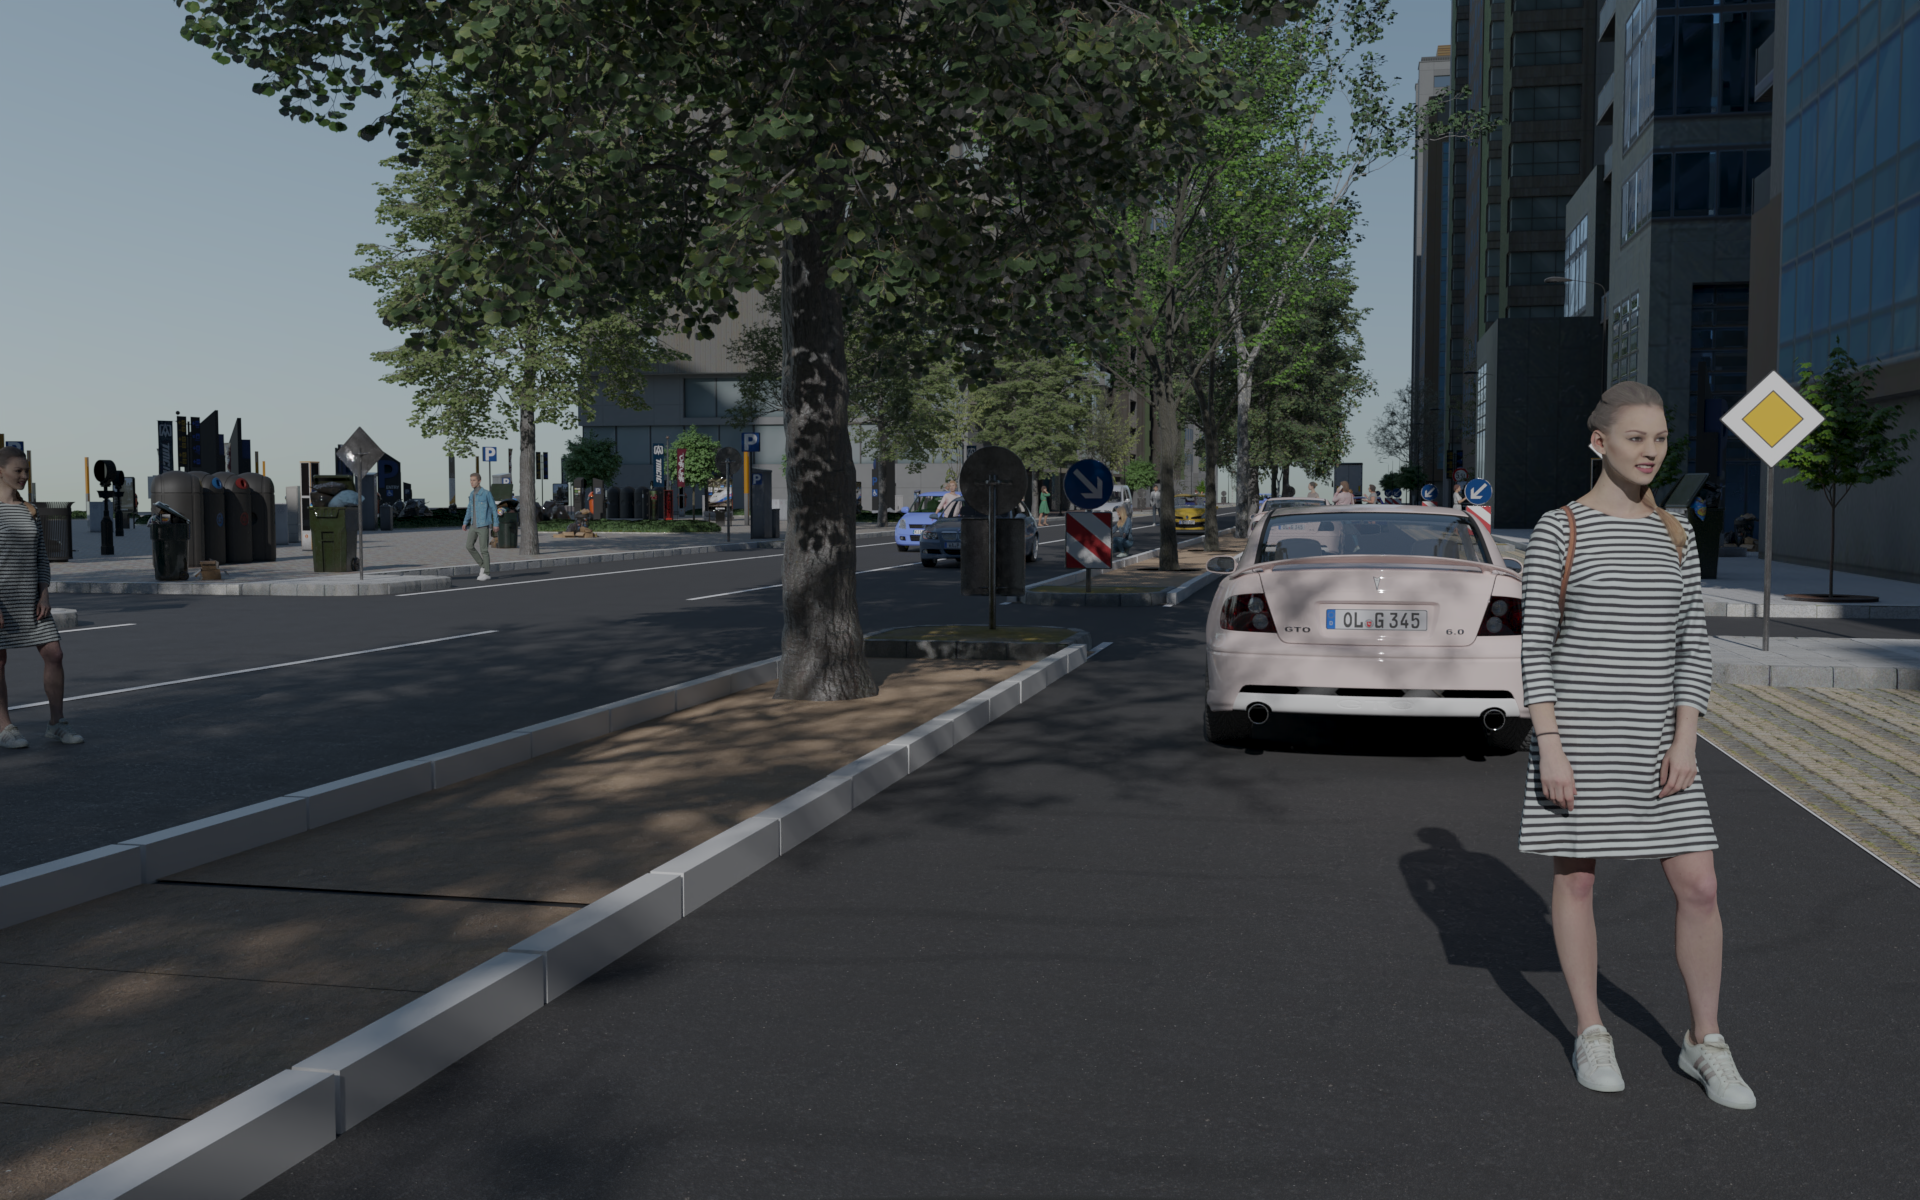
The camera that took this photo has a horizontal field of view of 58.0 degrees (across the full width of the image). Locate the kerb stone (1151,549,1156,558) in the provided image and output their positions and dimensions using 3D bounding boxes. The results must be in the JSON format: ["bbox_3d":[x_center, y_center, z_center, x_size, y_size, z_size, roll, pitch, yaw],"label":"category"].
[{"bbox_3d":[4.166,-0.987,38.379,0.120,0.150,1.000,1,4,13],"label":"kerb stone"}]

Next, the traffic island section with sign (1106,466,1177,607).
[{"bbox_3d":[1.809,-0.914,23.078,2.006,1.907,1.989,1,4,13],"label":"traffic island section with sign"}]

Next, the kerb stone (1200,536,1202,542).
[{"bbox_3d":[6.874,-1.724,50.376,0.120,0.150,1.000,1,4,13],"label":"kerb stone"}]

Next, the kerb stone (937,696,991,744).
[{"bbox_3d":[0.013,0.724,10.362,0.120,0.150,1.000,1,4,13],"label":"kerb stone"}]

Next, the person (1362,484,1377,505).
[{"bbox_3d":[14.573,-3.232,61.697,0.532,1.782,0.716,1,4,11],"label":"person"}]

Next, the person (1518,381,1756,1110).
[{"bbox_3d":[1.603,0.323,4.215,0.512,1.701,0.522,0,4,-5],"label":"person"}]

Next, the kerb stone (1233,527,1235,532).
[{"bbox_3d":[10.026,-2.576,64.388,0.120,0.150,1.000,1,4,13],"label":"kerb stone"}]

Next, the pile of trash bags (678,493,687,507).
[{"bbox_3d":[-18.121,-5.784,104.326,3.447,1.369,1.912,0,4,3],"label":"pile of trash bags"}]

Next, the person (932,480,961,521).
[{"bbox_3d":[-0.342,-1.824,38.997,0.731,1.740,0.598,-3,5,-39],"label":"person"}]

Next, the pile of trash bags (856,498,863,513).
[{"bbox_3d":[-6.166,-4.583,84.689,1.912,1.369,3.447,-3,5,-40],"label":"pile of trash bags"}]

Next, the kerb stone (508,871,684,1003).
[{"bbox_3d":[-1.109,1.031,5.369,0.120,0.150,1.000,1,4,13],"label":"kerb stone"}]

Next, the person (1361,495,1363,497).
[{"bbox_3d":[56.991,-14.517,246.648,0.742,1.727,0.445,-1,4,-19],"label":"person"}]

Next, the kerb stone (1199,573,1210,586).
[{"bbox_3d":[3.743,-0.290,26.937,0.120,0.150,1.000,1,4,13],"label":"kerb stone"}]

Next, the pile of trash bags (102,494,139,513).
[{"bbox_3d":[-51.574,-5.931,106.728,3.447,1.369,1.912,3,5,40],"label":"pile of trash bags"}]

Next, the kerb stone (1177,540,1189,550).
[{"bbox_3d":[5.970,-1.479,46.376,0.120,0.150,1.000,1,4,13],"label":"kerb stone"}]

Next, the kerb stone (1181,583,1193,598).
[{"bbox_3d":[3.076,-0.103,23.930,0.120,0.150,1.000,1,4,13],"label":"kerb stone"}]

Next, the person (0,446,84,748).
[{"bbox_3d":[-5.372,-0.020,9.828,0.522,1.701,0.512,1,4,23],"label":"person"}]

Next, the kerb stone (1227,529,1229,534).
[{"bbox_3d":[9.350,-2.396,61.378,0.120,0.150,1.000,1,4,13],"label":"kerb stone"}]

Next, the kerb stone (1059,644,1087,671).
[{"bbox_3d":[0.918,0.482,14.371,0.120,0.150,1.000,1,4,13],"label":"kerb stone"}]

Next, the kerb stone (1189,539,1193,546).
[{"bbox_3d":[6.199,-1.535,47.374,0.120,0.150,1.000,1,4,13],"label":"kerb stone"}]

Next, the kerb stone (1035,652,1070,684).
[{"bbox_3d":[0.689,0.540,13.371,0.120,0.150,1.000,1,4,13],"label":"kerb stone"}]

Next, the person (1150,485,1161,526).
[{"bbox_3d":[8.805,-4.222,77.379,0.661,1.843,0.795,2,4,25],"label":"person"}]

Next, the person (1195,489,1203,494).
[{"bbox_3d":[15.003,-6.091,108.894,0.742,1.727,0.445,3,4,36],"label":"person"}]

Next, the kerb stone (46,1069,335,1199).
[{"bbox_3d":[-1.555,1.153,3.369,0.120,0.150,1.000,1,4,13],"label":"kerb stone"}]

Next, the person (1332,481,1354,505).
[{"bbox_3d":[9.515,-2.047,42.552,0.593,1.750,0.643,-2,4,-28],"label":"person"}]

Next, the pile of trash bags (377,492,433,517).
[{"bbox_3d":[-23.091,-3.735,70.811,1.912,1.369,3.447,1,4,16],"label":"pile of trash bags"}]

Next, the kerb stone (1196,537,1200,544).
[{"bbox_3d":[6.655,-1.659,49.373,0.120,0.150,1.000,1,4,13],"label":"kerb stone"}]

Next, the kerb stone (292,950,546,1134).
[{"bbox_3d":[-1.334,1.095,4.371,0.120,0.150,1.000,1,4,13],"label":"kerb stone"}]

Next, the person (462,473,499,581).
[{"bbox_3d":[-7.958,-1.221,28.804,0.601,1.785,0.444,2,4,35],"label":"person"}]

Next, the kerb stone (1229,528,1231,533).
[{"bbox_3d":[9.578,-2.458,62.378,0.120,0.150,1.000,1,4,13],"label":"kerb stone"}]

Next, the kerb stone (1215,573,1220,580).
[{"bbox_3d":[4.200,-0.408,28.934,0.120,0.150,1.000,1,4,13],"label":"kerb stone"}]

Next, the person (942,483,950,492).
[{"bbox_3d":[-0.372,-2.940,56.745,0.590,1.801,0.661,0,4,-6],"label":"person"}]

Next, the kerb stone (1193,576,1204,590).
[{"bbox_3d":[3.516,-0.229,25.932,0.120,0.150,1.000,1,4,13],"label":"kerb stone"}]

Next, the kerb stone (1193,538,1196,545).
[{"bbox_3d":[6.424,-1.596,48.372,0.120,0.150,1.000,1,4,13],"label":"kerb stone"}]

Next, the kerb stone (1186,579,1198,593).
[{"bbox_3d":[3.289,-0.167,24.930,0.120,0.150,1.000,1,4,13],"label":"kerb stone"}]

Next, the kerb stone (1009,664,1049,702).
[{"bbox_3d":[0.472,0.601,12.365,0.120,0.150,1.000,1,4,13],"label":"kerb stone"}]

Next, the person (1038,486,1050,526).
[{"bbox_3d":[3.758,-4.236,78.004,0.529,1.795,0.600,-1,4,-12],"label":"person"}]

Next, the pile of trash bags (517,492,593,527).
[{"bbox_3d":[-15.891,-3.608,68.742,3.447,1.369,1.912,-1,4,-19],"label":"pile of trash bags"}]

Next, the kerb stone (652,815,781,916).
[{"bbox_3d":[-0.884,0.968,6.366,0.120,0.150,1.000,1,4,13],"label":"kerb stone"}]

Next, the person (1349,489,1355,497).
[{"bbox_3d":[24.555,-6.122,109.320,0.721,1.743,1.217,-2,4,-32],"label":"person"}]

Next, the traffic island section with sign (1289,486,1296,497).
[{"bbox_3d":[18.305,-5.398,96.390,2.006,1.907,1.989,1,4,13],"label":"traffic island section with sign"}]

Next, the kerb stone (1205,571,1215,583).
[{"bbox_3d":[3.975,-0.347,27.937,0.120,0.150,1.000,1,4,13],"label":"kerb stone"}]

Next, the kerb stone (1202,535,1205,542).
[{"bbox_3d":[7.097,-1.780,51.374,0.120,0.150,1.000,1,4,13],"label":"kerb stone"}]

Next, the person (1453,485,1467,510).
[{"bbox_3d":[16.916,-3.030,58.616,0.524,1.755,0.480,0,4,2],"label":"person"}]

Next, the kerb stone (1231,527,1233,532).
[{"bbox_3d":[9.803,-2.520,63.391,0.120,0.150,1.000,1,4,13],"label":"kerb stone"}]

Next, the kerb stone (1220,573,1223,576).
[{"bbox_3d":[4.417,-0.473,29.938,0.120,0.150,1.000,1,4,13],"label":"kerb stone"}]

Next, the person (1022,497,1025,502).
[{"bbox_3d":[2.727,-4.252,78.566,0.519,1.759,0.362,-1,4,-14],"label":"person"}]

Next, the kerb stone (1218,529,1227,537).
[{"bbox_3d":[9.124,-2.335,60.375,0.120,0.150,1.000,1,4,13],"label":"kerb stone"}]

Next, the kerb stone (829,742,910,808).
[{"bbox_3d":[-0.438,0.846,8.363,0.120,0.150,1.000,1,4,13],"label":"kerb stone"}]

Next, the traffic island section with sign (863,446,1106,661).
[{"bbox_3d":[0.173,-0.472,15.853,2.006,1.907,1.989,1,4,13],"label":"traffic island section with sign"}]

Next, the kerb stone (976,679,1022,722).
[{"bbox_3d":[0.239,0.663,11.360,0.120,0.150,1.000,1,4,13],"label":"kerb stone"}]

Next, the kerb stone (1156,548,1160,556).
[{"bbox_3d":[4.394,-1.050,39.375,0.120,0.150,1.000,1,4,13],"label":"kerb stone"}]

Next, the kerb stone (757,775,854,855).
[{"bbox_3d":[-0.659,0.909,7.363,0.120,0.150,1.000,1,4,13],"label":"kerb stone"}]

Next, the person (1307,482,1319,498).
[{"bbox_3d":[9.850,-2.445,48.813,0.374,1.781,0.599,-2,4,-31],"label":"person"}]

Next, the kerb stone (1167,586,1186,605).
[{"bbox_3d":[2.847,-0.045,22.926,0.120,0.150,1.000,1,4,13],"label":"kerb stone"}]

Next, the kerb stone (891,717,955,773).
[{"bbox_3d":[-0.209,0.785,9.364,0.120,0.150,1.000,1,4,13],"label":"kerb stone"}]

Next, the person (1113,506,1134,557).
[{"bbox_3d":[3.660,-1.566,39.610,0.738,1.151,1.012,-1,4,-19],"label":"person"}]

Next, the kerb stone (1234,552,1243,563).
[{"bbox_3d":[5.995,-0.901,36.925,0.120,0.150,1.000,1,4,13],"label":"kerb stone"}]
